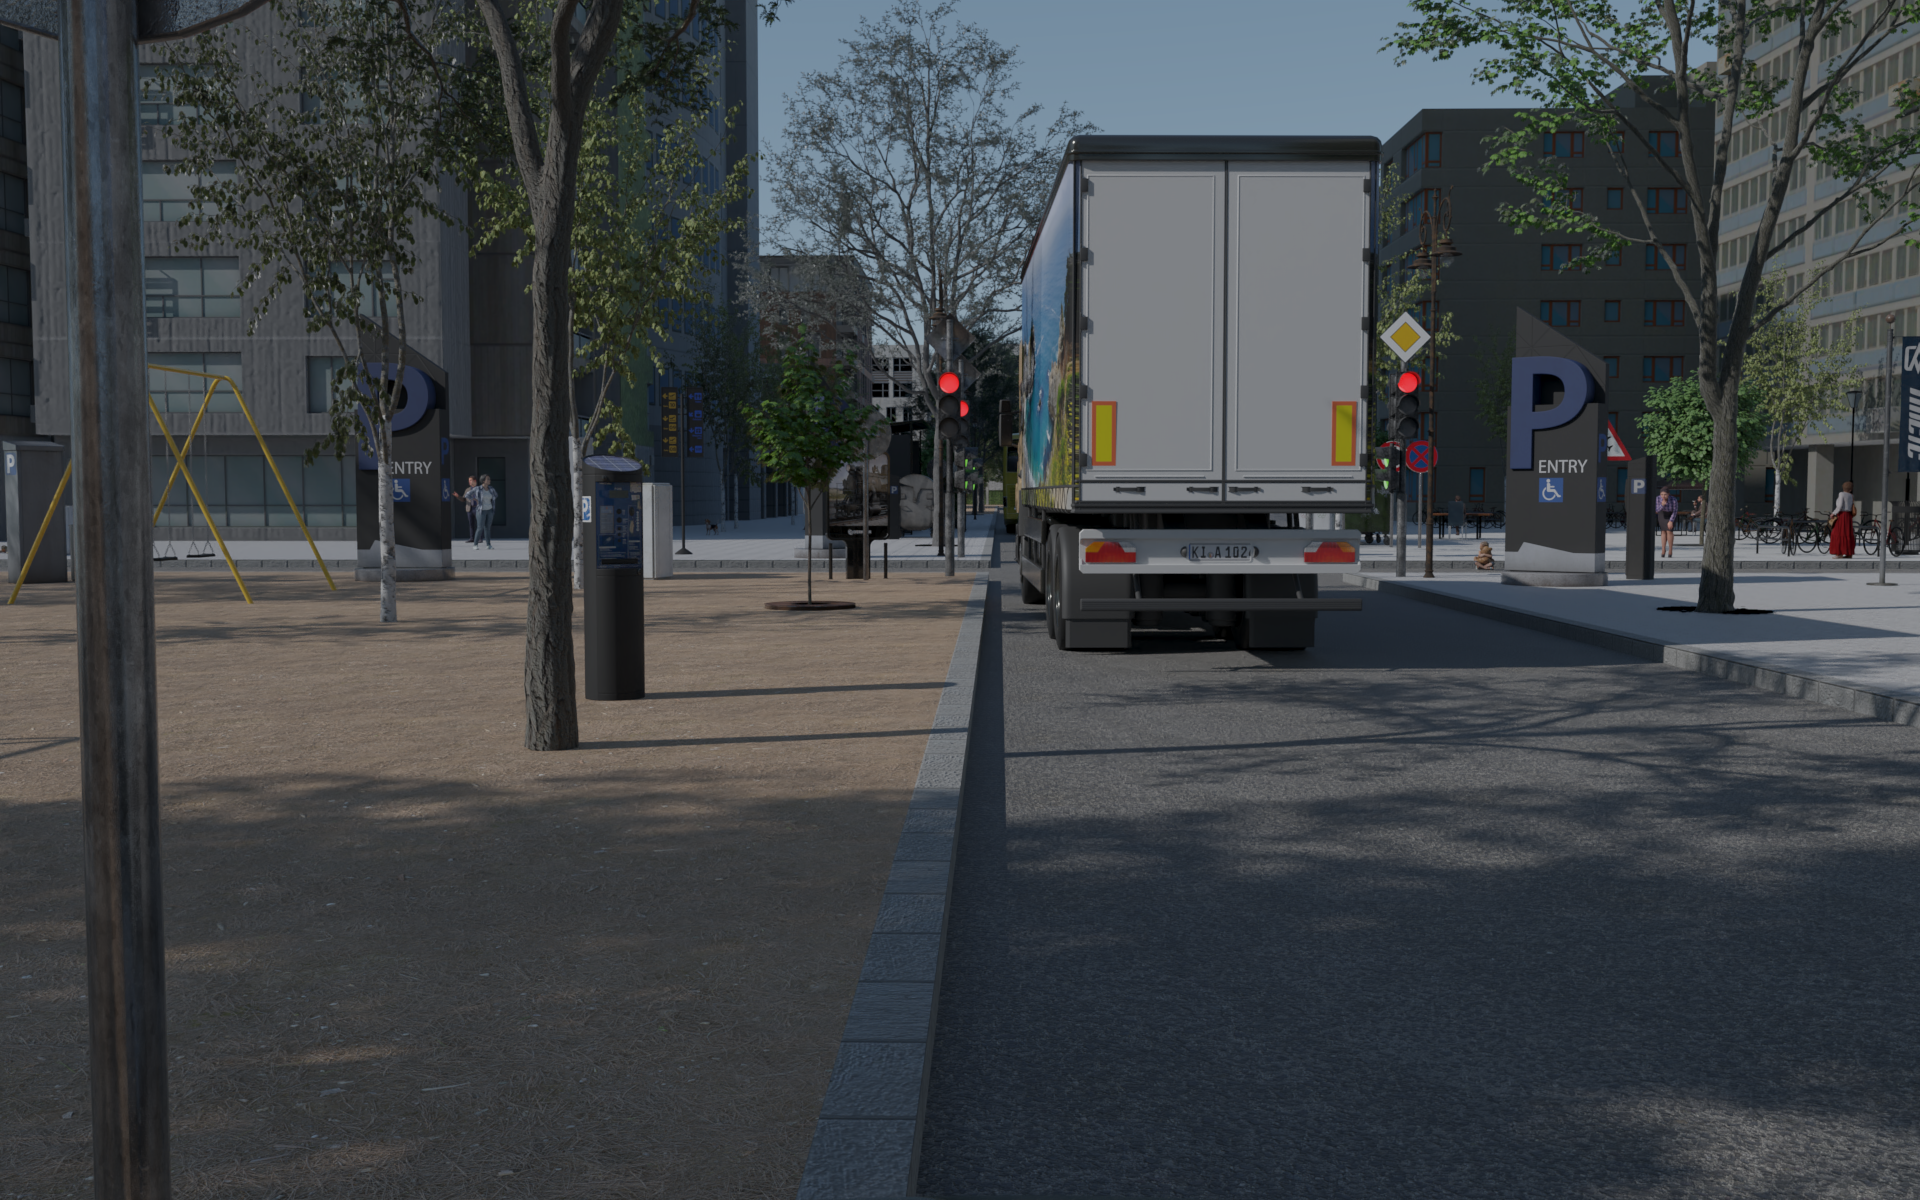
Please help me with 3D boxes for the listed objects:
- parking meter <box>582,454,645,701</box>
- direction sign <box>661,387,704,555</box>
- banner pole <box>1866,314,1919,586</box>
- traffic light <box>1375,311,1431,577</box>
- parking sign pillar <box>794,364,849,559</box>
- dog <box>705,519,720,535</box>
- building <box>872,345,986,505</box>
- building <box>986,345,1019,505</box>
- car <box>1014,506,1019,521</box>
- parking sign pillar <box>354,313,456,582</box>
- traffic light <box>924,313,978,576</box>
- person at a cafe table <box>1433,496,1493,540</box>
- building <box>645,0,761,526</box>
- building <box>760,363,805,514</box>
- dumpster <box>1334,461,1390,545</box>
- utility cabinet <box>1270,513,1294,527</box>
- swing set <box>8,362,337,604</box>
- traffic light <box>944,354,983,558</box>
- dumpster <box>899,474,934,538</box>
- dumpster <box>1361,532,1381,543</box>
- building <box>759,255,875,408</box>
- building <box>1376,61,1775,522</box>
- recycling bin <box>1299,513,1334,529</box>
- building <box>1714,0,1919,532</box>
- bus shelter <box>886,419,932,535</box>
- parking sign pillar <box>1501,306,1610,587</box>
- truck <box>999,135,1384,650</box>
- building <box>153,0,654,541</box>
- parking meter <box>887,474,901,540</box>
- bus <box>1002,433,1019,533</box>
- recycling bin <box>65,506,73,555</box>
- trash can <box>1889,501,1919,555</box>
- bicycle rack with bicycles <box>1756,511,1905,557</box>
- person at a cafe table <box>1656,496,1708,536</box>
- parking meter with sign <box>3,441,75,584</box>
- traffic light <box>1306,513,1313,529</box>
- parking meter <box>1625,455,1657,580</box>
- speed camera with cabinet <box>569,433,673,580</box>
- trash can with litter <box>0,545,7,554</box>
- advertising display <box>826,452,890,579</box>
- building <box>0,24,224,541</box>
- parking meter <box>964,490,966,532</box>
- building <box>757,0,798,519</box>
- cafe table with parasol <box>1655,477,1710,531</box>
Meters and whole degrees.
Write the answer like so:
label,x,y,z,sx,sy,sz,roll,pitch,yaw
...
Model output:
label,x,y,z,sx,sy,sz,roll,pitch,yaw
parking meter,-2.174,-0.151,10.872,0.372,1.533,0.369,0,3,0
direction sign,-5.879,-2.737,36.739,0.876,3.537,0.379,-1,4,-11
banner pole,13.195,-2.091,24.208,0.863,3.779,0.401,0,4,8
traffic light,6.821,-2.314,26.752,0.839,4.253,0.868,0,4,1
parking sign pillar,-2.639,-2.844,34.973,1.447,3.967,1.447,2,4,25
dog,-7.736,-2.278,54.074,0.406,0.507,0.540,0,4,-2
building,-12.174,-21.239,213.720,31.486,18.905,16.747,0,4,1
building,19.336,-21.122,211.809,31.486,18.905,16.747,0,4,1
car,2.725,-2.560,53.651,2.131,1.459,4.920,0,4,3
parking sign pillar,-8.306,-2.284,25.815,1.447,3.967,1.447,0,4,4
traffic light,-0.139,-2.322,26.893,0.839,4.253,0.868,0,4,1
person at a cafe table,14.159,-2.342,49.153,1.698,1.238,1.726,1,4,22
building,-20.950,-32.463,72.775,21.231,58.520,28.212,0,4,1
building,-14.193,-11.206,125.366,9.099,9.664,28.070,0,4,1
dumpster,10.147,-2.536,43.955,1.502,2.255,1.985,0,4,1
utility cabinet,8.933,-2.309,48.911,1.020,1.237,0.306,0,4,-2
swing set,-9.715,-1.472,21.694,2.862,2.851,3.119,0,4,-1
traffic light,0.042,-2.811,34.876,0.839,4.253,0.868,0,4,1
dumpster,-1.272,-2.774,51.105,1.264,1.857,1.865,0,4,1
dumpster,10.507,-2.461,45.996,1.264,1.857,1.865,0,4,1
building,-25.002,-19.483,162.519,32.646,21.610,27.936,0,4,1
building,34.847,-15.110,92.085,27.650,21.520,28.899,0,4,1
recycling bin,7.449,-1.452,36.297,0.722,1.027,0.722,1,4,17
building,40.826,-22.341,57.155,23.993,40.220,32.217,0,4,1
bus shelter,-1.920,-4.040,57.331,1.731,3.624,6.357,0,4,1
parking sign pillar,8.439,-2.203,24.488,1.447,3.967,1.447,3,5,40
truck,2.004,-1.850,19.160,2.839,4.237,11.283,0,4,-1
building,-17.701,-22.524,51.861,14.154,41.232,14.086,0,4,1
parking meter,-1.895,-2.646,48.967,0.399,1.863,0.255,-1,4,-23
bus,2.982,-4.590,66.597,2.896,3.916,12.252,0,4,2
recycling bin,-19.176,-1.470,36.587,0.722,1.027,0.722,0,4,1
trash can,20.032,-1.527,36.614,0.748,1.137,0.748,0,3,0
bicycle rack with bicycles,18.105,-1.410,36.443,2.852,0.926,2.925,0,4,6
person at a cafe table,22.236,-2.586,53.139,1.726,1.238,1.698,2,4,30
parking meter with sign,-13.285,-1.753,24.918,0.543,3.016,1.738,3,4,36
traffic light,7.002,-2.802,34.735,0.839,4.253,0.868,0,4,1
parking meter,10.224,-1.243,26.034,0.399,1.863,0.255,3,5,41
speed camera with cabinet,-5.386,-1.953,26.271,2.038,3.252,0.660,1,4,20
trash can with litter,-21.139,-1.633,37.762,1.678,1.210,2.233,0,4,-1
advertising display,-1.538,-1.277,26.096,0.974,1.923,0.123,-1,4,-16
building,-32.761,-22.518,51.768,14.086,41.232,14.154,0,4,1
parking meter,0.069,-3.235,58.597,0.255,1.863,0.399,0,4,-3
building,-20.022,-40.309,97.309,20.563,71.187,20.611,0,4,1
cafe table with parasol,24.943,-3.392,60.319,2.610,1.966,2.610,-3,5,-42
